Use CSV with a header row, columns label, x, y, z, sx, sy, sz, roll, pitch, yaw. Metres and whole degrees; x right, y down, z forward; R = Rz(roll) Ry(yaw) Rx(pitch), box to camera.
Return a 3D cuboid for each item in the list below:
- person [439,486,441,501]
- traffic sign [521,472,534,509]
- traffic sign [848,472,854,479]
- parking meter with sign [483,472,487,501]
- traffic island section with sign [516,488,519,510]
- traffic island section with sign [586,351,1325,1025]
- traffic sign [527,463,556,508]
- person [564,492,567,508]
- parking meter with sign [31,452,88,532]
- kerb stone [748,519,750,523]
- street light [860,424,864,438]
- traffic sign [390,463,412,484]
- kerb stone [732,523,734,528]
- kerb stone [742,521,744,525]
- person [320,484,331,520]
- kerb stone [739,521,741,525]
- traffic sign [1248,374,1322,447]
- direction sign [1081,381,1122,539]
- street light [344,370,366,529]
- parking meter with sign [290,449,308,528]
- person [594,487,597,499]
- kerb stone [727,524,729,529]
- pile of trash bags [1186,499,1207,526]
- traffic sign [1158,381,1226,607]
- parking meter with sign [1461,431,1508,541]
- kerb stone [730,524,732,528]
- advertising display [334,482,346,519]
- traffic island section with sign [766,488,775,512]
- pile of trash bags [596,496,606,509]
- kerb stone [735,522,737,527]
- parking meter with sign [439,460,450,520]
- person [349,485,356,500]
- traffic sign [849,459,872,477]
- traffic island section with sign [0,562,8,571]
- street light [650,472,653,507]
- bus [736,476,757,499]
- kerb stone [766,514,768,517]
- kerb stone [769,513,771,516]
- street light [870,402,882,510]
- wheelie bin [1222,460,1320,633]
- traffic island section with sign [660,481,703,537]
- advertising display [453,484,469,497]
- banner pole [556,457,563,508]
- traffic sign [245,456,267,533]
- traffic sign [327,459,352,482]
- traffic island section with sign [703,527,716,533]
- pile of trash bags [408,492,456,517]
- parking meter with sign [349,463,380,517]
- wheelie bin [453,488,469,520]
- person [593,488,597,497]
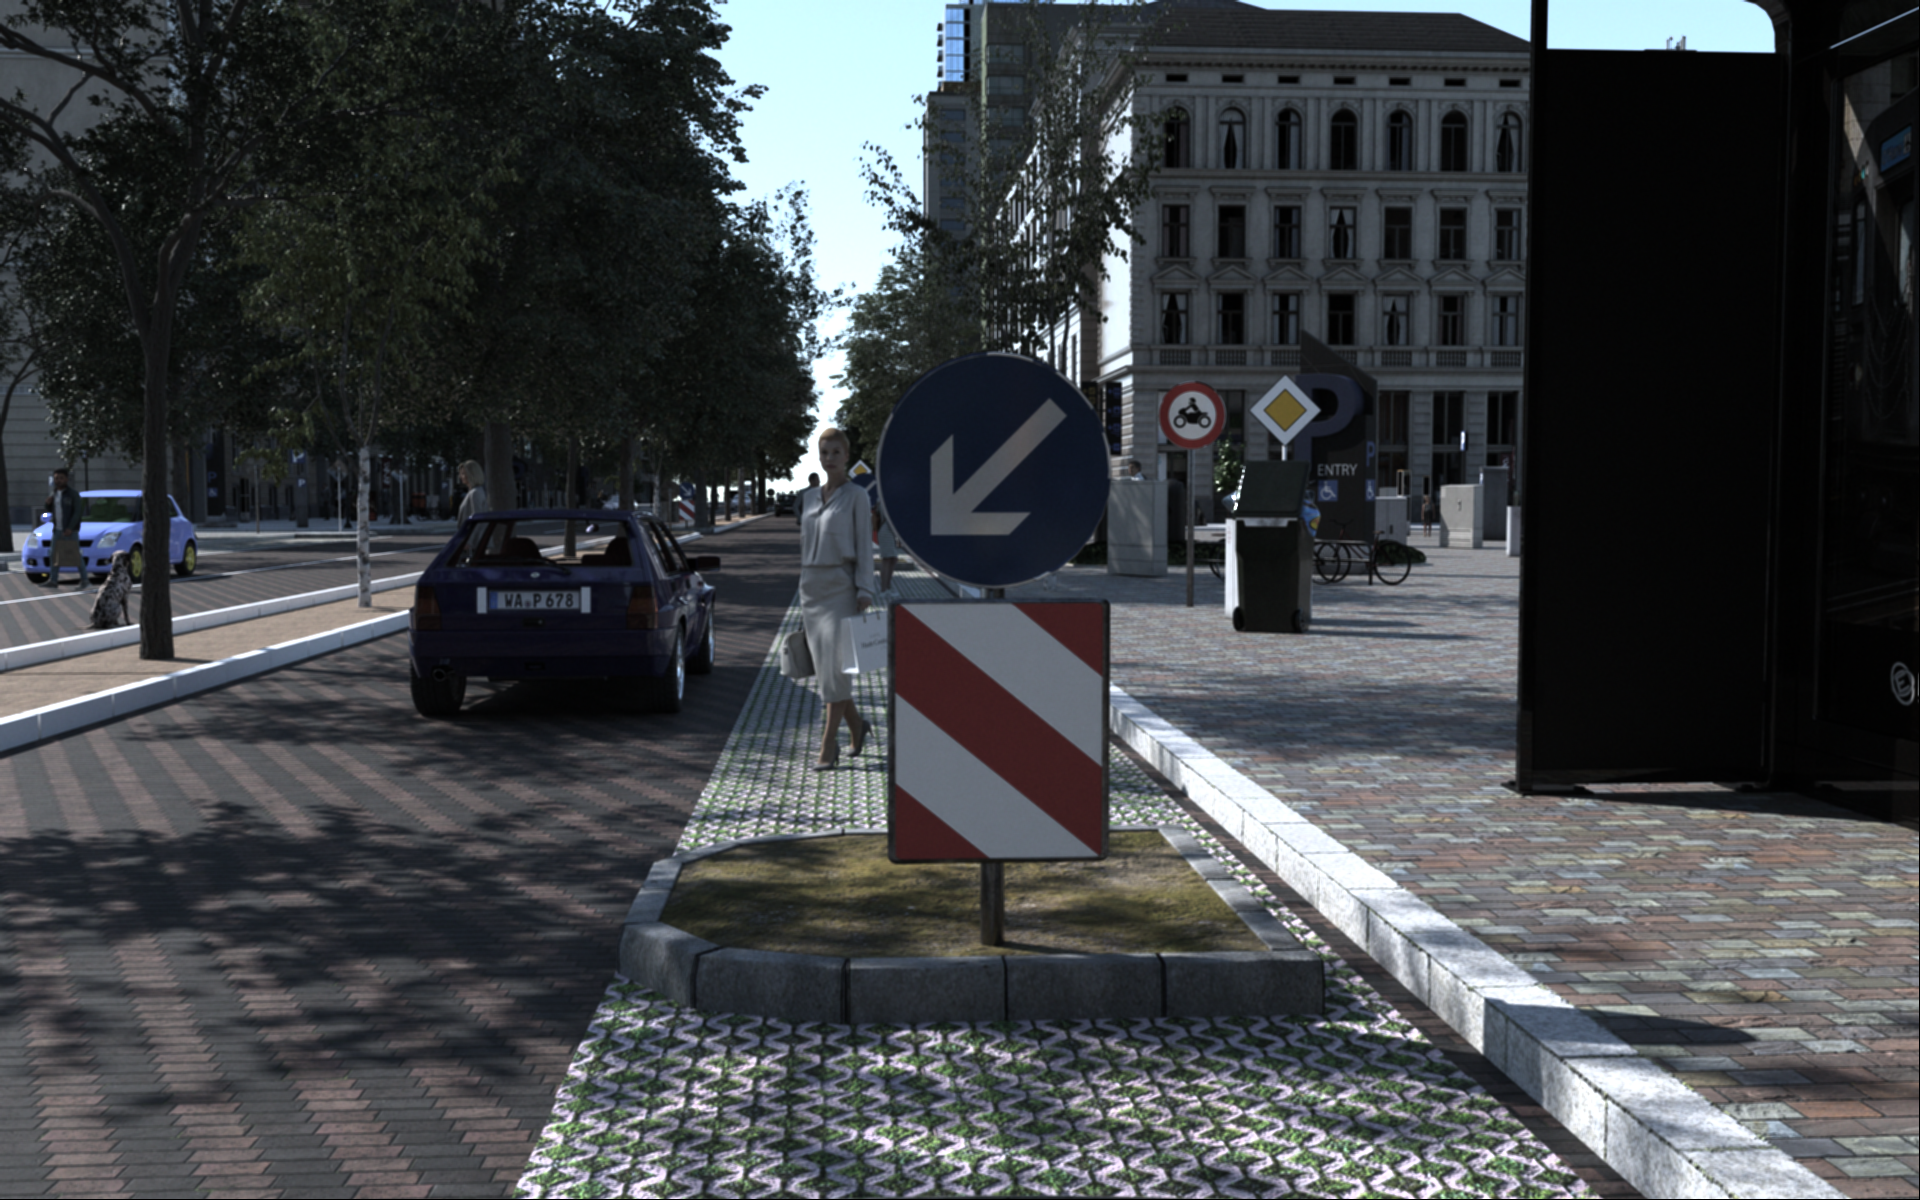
label,x,y,z,sx,sy,sz,roll,pitch,yaw
person,-33.091,-6.405,110.795,0.654,1.822,0.581,1,4,23
traffic sign,-25.102,-6.137,100.446,0.768,2.556,0.104,0,4,6
traffic sign,-3.851,-3.898,65.922,0.795,2.593,0.064,0,4,-4
parking meter with sign,-36.734,-8.526,135.658,1.738,3.016,0.543,1,4,16
traffic island section with sign,-22.414,-4.763,86.506,1.989,1.847,2.006,0,4,-4
traffic island section with sign,-0.058,0.185,5.608,1.989,1.847,2.006,0,4,-4
traffic sign,-27.806,-7.369,114.359,2.265,3.308,0.079,0,4,2
person,-27.381,-6.952,120.707,0.512,1.701,0.522,-3,5,-45
parking meter with sign,-29.241,-3.675,56.339,0.543,3.016,1.738,3,4,38
kerb stone,-10.499,-3.822,84.733,0.120,0.150,1.000,0,4,-4
street light,-5.715,-8.670,114.290,1.470,5.913,1.316,0,4,-4
traffic sign,-20.907,-3.829,64.788,0.795,2.593,0.064,0,4,-4
kerb stone,-9.668,-3.074,72.458,0.120,0.150,1.000,0,4,-4
kerb stone,-10.157,-3.510,79.625,0.120,0.150,1.000,0,4,-4
person,-31.231,-4.837,85.302,0.473,1.802,0.592,-2,4,-27
kerb stone,-10.020,-3.387,77.573,0.120,0.150,1.000,0,4,-4
traffic sign,3.579,-1.179,19.010,0.795,2.593,0.064,0,4,3
direction sign,2.848,-2.628,34.971,0.876,3.537,0.379,-1,4,-17
street light,-22.313,-5.625,64.516,1.470,5.913,1.316,0,4,-4
parking meter with sign,-25.418,-4.311,66.753,0.543,3.016,1.738,-2,4,-25
person,-27.006,-7.426,127.807,0.444,1.785,0.601,2,4,27
kerb stone,-9.461,-2.883,69.383,0.120,0.150,1.000,0,4,-4
pile of trash bags,8.553,-3.615,68.861,1.912,1.369,3.447,2,4,26
traffic sign,2.622,-1.197,19.670,0.768,2.556,0.104,0,4,-3
parking meter with sign,14.716,-3.146,47.703,1.738,3.016,0.543,0,4,5
kerb stone,-9.603,-3.012,71.438,0.120,0.150,1.000,0,4,-4
advertising display,-32.200,-5.195,90.160,0.974,1.923,0.123,2,4,32
traffic island section with sign,-15.343,-8.077,140.198,2.006,1.907,1.989,0,4,-4
pile of trash bags,-29.353,-7.735,136.219,3.447,1.369,1.912,1,4,20
kerb stone,-9.809,-3.199,74.504,0.120,0.150,1.000,0,4,-4
parking meter with sign,-26.014,-5.576,87.421,0.543,3.016,1.738,-1,4,-14
person,-30.206,-4.865,86.423,0.563,1.720,0.643,-3,4,-39
traffic sign,-3.310,-3.411,57.955,0.795,2.593,0.064,0,4,-4
traffic island section with sign,-18.688,-1.411,31.692,1.989,1.847,2.006,0,4,-4
street light,-29.334,-11.930,167.597,1.470,5.913,1.316,0,4,-4
bus,-29.511,-15.236,240.659,2.896,3.916,12.252,0,4,-6
kerb stone,-11.894,-5.077,105.207,0.120,0.150,1.000,0,4,-4
kerb stone,-12.171,-5.320,109.304,0.120,0.150,1.000,0,4,-4
street light,-3.789,-7.030,87.484,1.470,5.913,1.316,0,4,-4
wheelie bin,2.927,-0.508,16.218,0.980,1.594,0.693,2,4,27
traffic island section with sign,-9.750,-3.040,57.841,2.006,1.907,1.989,0,4,-4
advertising display,-30.838,-6.232,107.114,0.974,1.923,0.123,-2,4,-26
banner pole,-27.049,-7.762,116.922,0.863,3.779,0.401,1,4,15
traffic sign,-23.043,-3.466,56.781,0.768,2.556,0.104,0,4,1
traffic sign,-20.366,-3.341,56.822,0.795,2.593,0.064,0,4,-4
traffic island section with sign,-10.243,-3.492,65.232,2.006,1.907,1.989,0,4,-4
pile of trash bags,-29.733,-5.404,98.110,1.912,1.369,3.447,1,4,13
parking meter with sign,-32.900,-6.065,95.416,1.738,3.016,0.543,-3,4,-36
wheelie bin,-24.688,-4.777,86.010,0.980,1.594,0.693,2,4,28
person,-29.543,-8.166,139.543,0.713,1.824,0.794,-1,4,-22
